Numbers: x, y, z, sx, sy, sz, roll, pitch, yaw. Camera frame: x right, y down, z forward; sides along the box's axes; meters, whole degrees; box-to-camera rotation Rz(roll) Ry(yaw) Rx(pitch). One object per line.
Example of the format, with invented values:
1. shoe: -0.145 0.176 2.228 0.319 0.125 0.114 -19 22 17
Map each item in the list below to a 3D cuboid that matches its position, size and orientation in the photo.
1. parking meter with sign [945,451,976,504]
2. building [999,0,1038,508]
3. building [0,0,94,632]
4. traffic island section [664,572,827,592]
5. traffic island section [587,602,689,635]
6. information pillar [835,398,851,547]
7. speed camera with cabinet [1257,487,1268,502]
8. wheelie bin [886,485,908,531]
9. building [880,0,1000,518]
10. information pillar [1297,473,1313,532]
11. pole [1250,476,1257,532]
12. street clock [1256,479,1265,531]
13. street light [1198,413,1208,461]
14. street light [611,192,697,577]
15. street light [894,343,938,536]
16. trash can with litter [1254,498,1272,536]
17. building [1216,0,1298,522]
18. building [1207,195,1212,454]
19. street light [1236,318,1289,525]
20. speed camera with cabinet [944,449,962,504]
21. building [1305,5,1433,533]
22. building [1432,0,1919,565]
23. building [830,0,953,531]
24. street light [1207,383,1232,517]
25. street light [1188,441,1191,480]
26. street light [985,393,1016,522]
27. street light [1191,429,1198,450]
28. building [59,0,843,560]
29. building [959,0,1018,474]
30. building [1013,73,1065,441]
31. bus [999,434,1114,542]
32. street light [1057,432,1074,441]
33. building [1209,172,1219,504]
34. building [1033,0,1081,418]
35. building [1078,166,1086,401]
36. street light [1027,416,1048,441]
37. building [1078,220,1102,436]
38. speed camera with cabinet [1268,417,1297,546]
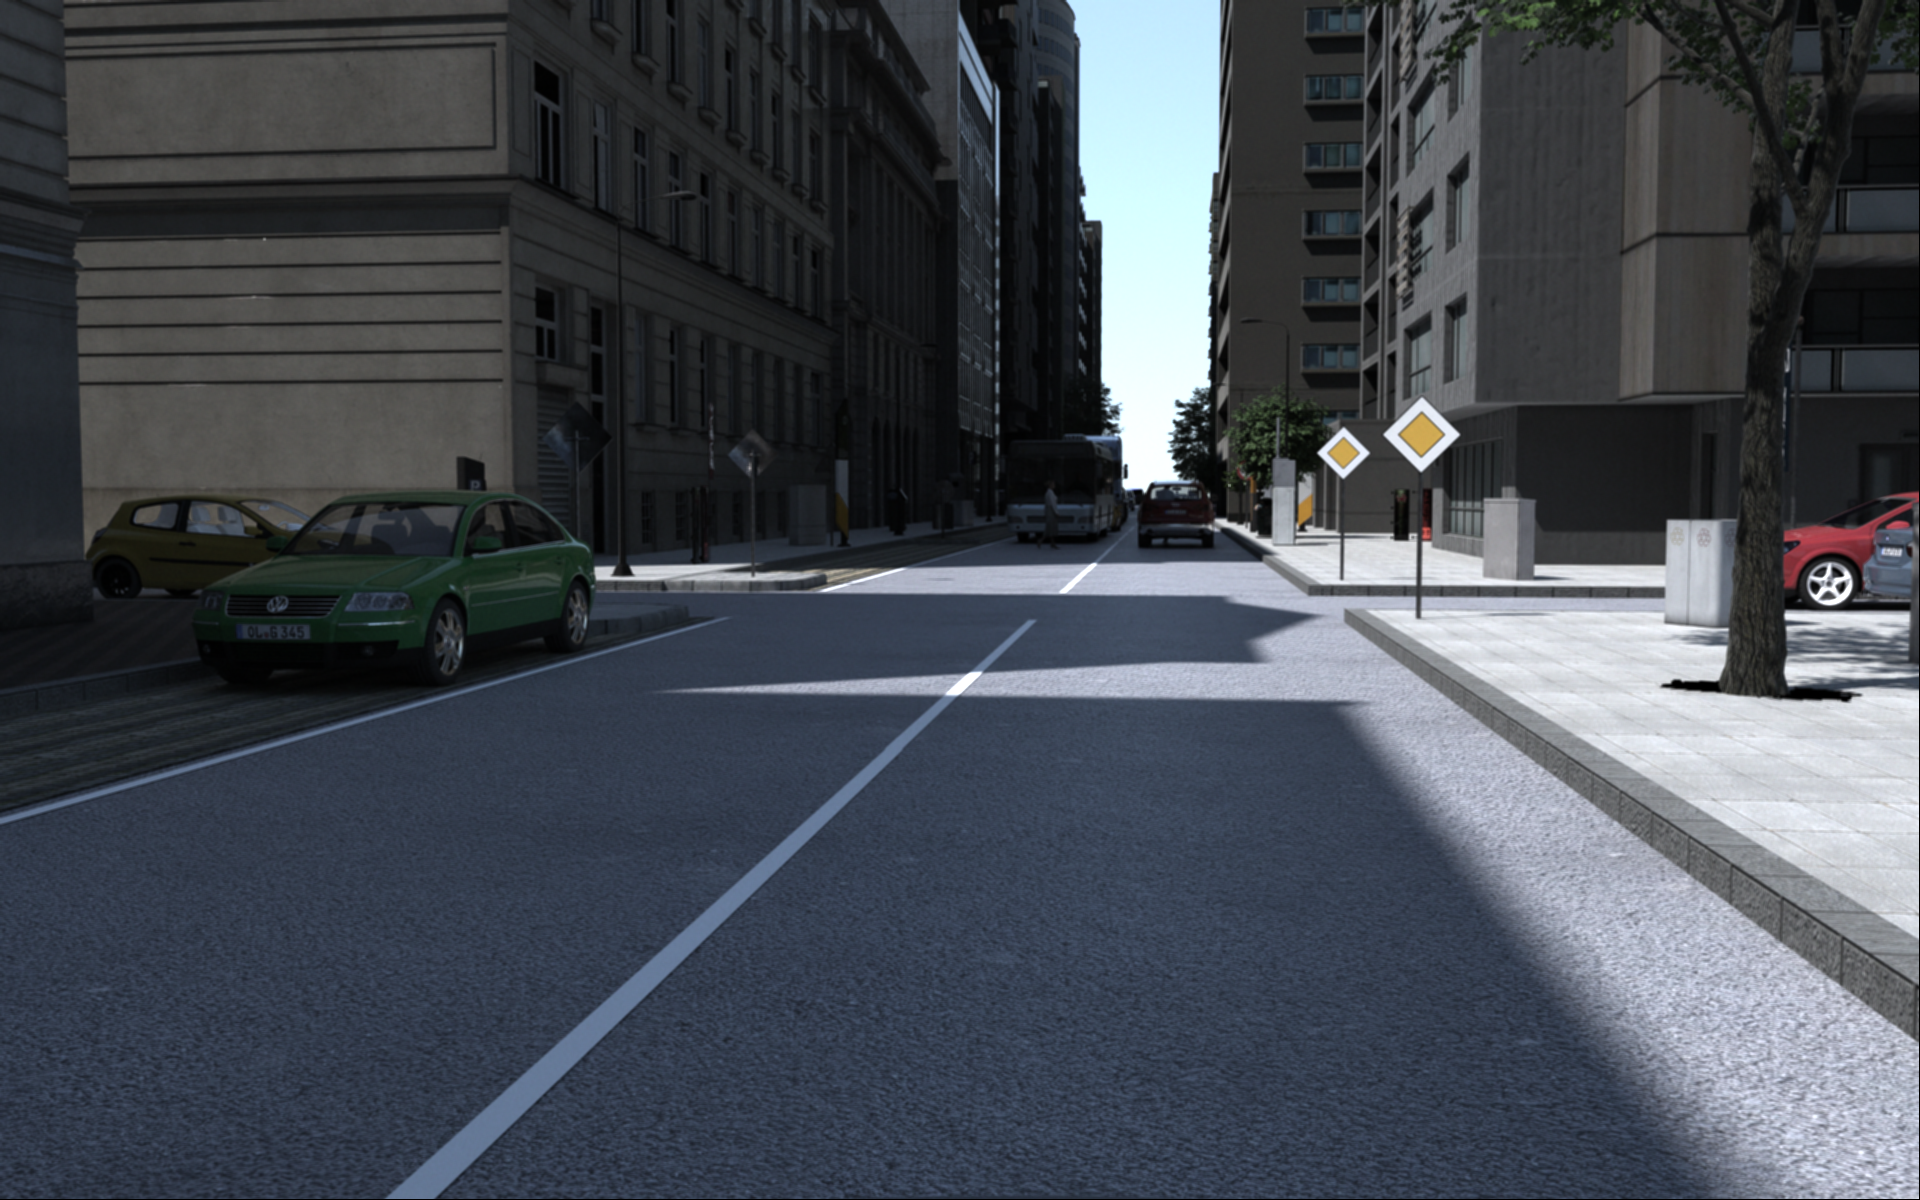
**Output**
1. parking meter with sign: -0.236 -4.529 70.307 1.738 3.016 0.543 -2 4 -27
2. building: -7.659 -33.992 145.015 28.713 52.752 27.495 0 4 7
3. building: -18.193 -10.042 13.338 18.267 20.994 9.793 0 4 7
4. traffic island section: -3.227 -0.279 26.843 2.009 0.180 2.903 0 4 7
5. traffic island section: -4.187 0.206 18.916 2.009 0.180 2.903 0 4 7
6. information pillar: -2.859 -3.098 42.005 0.183 3.616 0.504 2 4 27
7. speed camera with cabinet: 11.290 -4.225 63.414 0.660 3.252 2.038 -1 4 -8
8. wheelie bin: -2.168 -3.167 59.691 0.693 1.594 0.980 0 4 4
9. building: -4.856 -16.790 92.542 12.078 24.808 19.932 0 4 7
10. information pillar: 11.680 -4.113 58.595 0.504 3.616 0.183 1 4 18
11. pole: 9.867 -3.935 58.175 0.158 3.312 0.155 0 3 0
12. street clock: 10.449 -3.414 60.390 0.471 2.002 0.358 -3 5 -45
13. street light: 14.491 -7.735 99.012 1.470 5.913 1.316 0 4 7
14. street light: -4.734 -3.320 26.816 1.470 5.913 1.316 0 4 7
15. street light: -1.366 -4.951 53.495 1.470 5.913 1.316 0 4 7
16. trash can with litter: 9.374 -2.576 53.503 0.624 1.170 1.055 0 4 6
17. building: 24.187 -28.373 87.601 21.300 48.544 21.600 0 4 7
18. building: 45.882 -35.944 242.310 22.147 44.769 28.867 0 4 7
19. street light: 8.100 -4.482 45.828 1.470 5.913 1.316 0 4 7
20. speed camera with cabinet: -0.336 -5.020 76.415 0.660 3.252 2.038 0 4 -7
21. building: 23.051 -37.892 57.785 20.563 71.187 20.611 0 4 7
22. building: 16.371 -21.346 32.597 14.086 41.232 14.154 0 4 7
23. building: -8.364 -14.007 70.810 13.314 21.916 24.055 0 4 7
24. street light: 11.215 -6.109 72.430 1.470 5.913 1.316 0 4 7
25. street light: 20.527 -10.809 149.276 1.470 5.913 1.316 0 4 7
26. street light: 1.883 -6.577 80.081 1.470 5.913 1.316 0 4 7
27. street light: 17.277 -9.183 122.690 1.470 5.913 1.316 0 4 7
28. building: -13.163 -12.897 44.154 16.112 22.955 30.059 0 4 7
29. building: -7.747 -28.276 116.937 22.147 44.769 28.867 0 4 7
30. building: 2.543 -29.446 165.039 14.154 41.232 14.086 0 4 7
31. bus: 3.334 -3.689 55.180 2.948 3.499 13.247 0 4 7
32. street light: 7.866 -9.627 129.936 1.470 5.913 1.316 0 4 7
33. building: 39.150 -32.908 221.638 14.154 41.232 14.086 0 4 7
34. building: 2.599 -40.324 201.288 21.231 58.520 28.212 0 4 7
35. building: 5.261 -37.379 230.748 23.786 49.044 30.456 0 4 7
36. street light: 4.539 -8.001 103.360 1.470 5.913 1.316 0 4 7
37. building: 13.354 -34.789 252.402 14.154 41.232 14.086 0 4 7
38. speed camera with cabinet: 8.235 -3.031 43.885 0.660 3.252 2.038 1 4 11
